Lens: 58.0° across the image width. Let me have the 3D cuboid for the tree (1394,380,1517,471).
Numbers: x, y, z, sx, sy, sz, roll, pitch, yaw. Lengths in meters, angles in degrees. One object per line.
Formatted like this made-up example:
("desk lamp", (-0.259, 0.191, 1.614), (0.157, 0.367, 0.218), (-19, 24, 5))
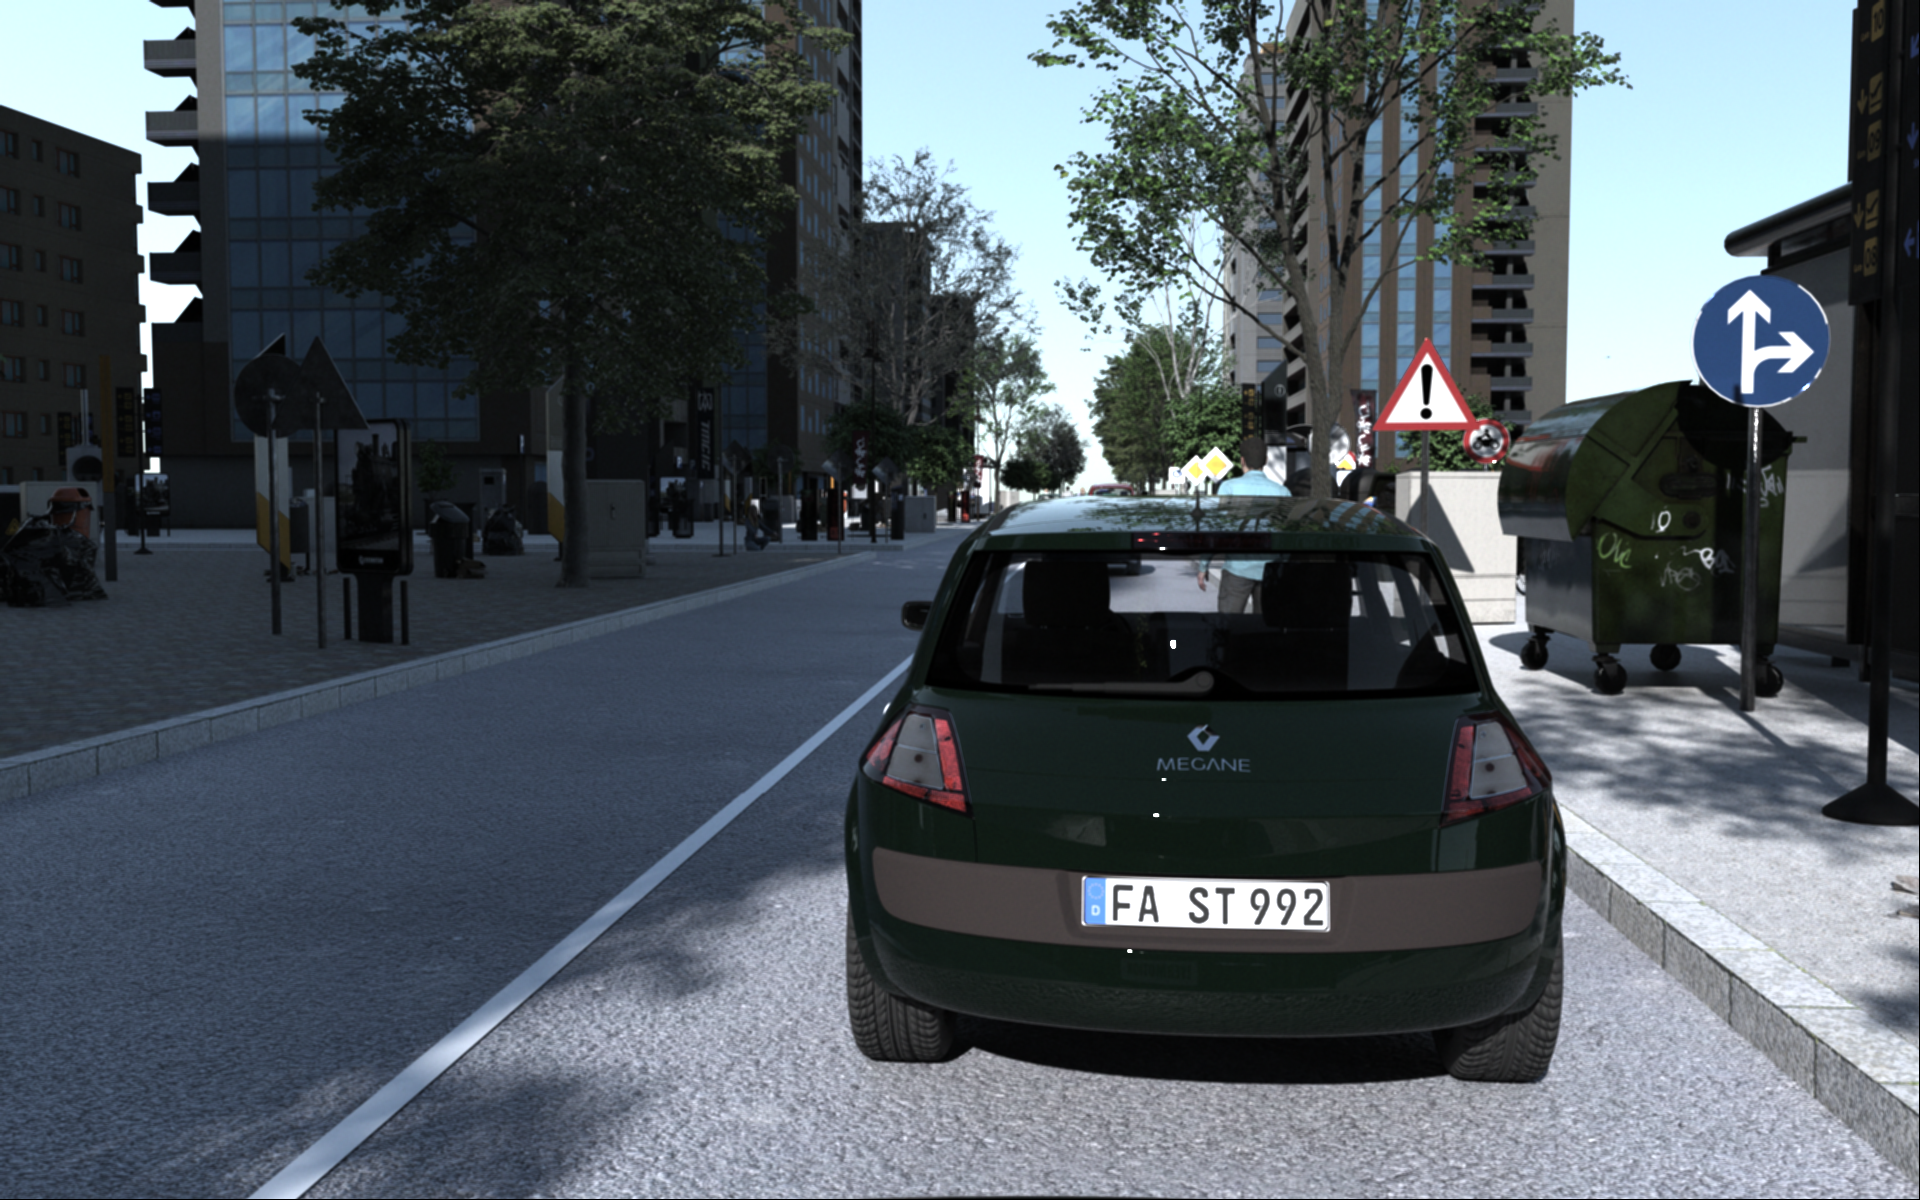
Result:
("tree", (14.399, -4.076, 50.355), (4.285, 4.588, 4.351), (0, 3, 0))

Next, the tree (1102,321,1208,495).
("tree", (13.174, -11.999, 114.316), (7.486, 12.596, 7.792), (0, 3, 0))

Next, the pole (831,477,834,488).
("pole", (-6.650, -5.897, 90.255), (0.158, 3.312, 0.155), (0, 3, 0))

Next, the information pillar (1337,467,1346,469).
("information pillar", (10.263, -2.603, 47.055), (0.304, 2.012, 0.304), (2, 4, 33))

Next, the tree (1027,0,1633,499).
("tree", (4.656, -5.889, 22.033), (9.928, 11.665, 9.643), (0, 3, 0))

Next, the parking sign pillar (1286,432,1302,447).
("parking sign pillar", (10.717, -4.234, 57.693), (1.447, 3.967, 1.447), (1, 4, 10))

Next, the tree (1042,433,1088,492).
("tree", (15.368, -19.891, 259.626), (8.767, 10.594, 7.601), (1, 4, 16))

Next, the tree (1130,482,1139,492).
("tree", (24.404, -15.384, 246.125), (1.663, 3.219, 1.824), (0, 3, 0))

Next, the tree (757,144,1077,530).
("tree", (-1.982, -9.241, 61.453), (12.009, 13.543, 11.850), (0, 3, 0))

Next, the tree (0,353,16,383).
("tree", (-5.832, -0.848, 8.472), (1.663, 3.219, 1.824), (0, 3, 0))

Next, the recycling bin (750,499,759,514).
("recycling bin", (-9.354, -4.185, 80.981), (0.722, 1.027, 0.722), (1, 4, 10))

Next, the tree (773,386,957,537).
("tree", (-2.793, -4.205, 52.459), (4.285, 4.588, 4.351), (0, 3, 0))

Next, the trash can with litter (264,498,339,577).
("trash can with litter", (-10.298, -1.025, 27.821), (1.678, 1.210, 2.233), (2, 4, 25))

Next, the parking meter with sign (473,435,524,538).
("parking meter with sign", (-13.756, -3.349, 51.013), (1.738, 3.016, 0.543), (0, 4, -3))

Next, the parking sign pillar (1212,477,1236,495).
("parking sign pillar", (9.398, -4.369, 59.907), (1.447, 3.967, 1.447), (-1, 4, -10))

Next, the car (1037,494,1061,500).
("car", (5.189, -5.364, 99.493), (2.131, 1.459, 4.920), (0, 4, 4))

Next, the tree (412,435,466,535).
("tree", (-16.731, -3.670, 54.610), (1.663, 3.219, 1.824), (0, 3, 0))

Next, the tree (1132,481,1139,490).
("tree", (22.953, -16.794, 224.943), (4.360, 8.622, 3.978), (0, 3, 0))

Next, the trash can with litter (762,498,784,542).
("trash can with litter", (-5.049, -2.177, 46.975), (0.624, 1.170, 1.055), (-1, 4, -10))

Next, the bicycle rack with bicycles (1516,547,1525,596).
("bicycle rack with bicycles", (6.923, -0.482, 21.256), (2.852, 0.926, 2.925), (0, 4, -7))

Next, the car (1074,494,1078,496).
("car", (14.755, -12.378, 214.379), (2.014, 1.417, 4.499), (0, 4, 4))

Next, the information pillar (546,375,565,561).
("information pillar", (-7.662, -2.554, 33.115), (0.183, 3.616, 0.504), (3, 5, 42))

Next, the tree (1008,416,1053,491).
("tree", (6.362, -12.377, 152.733), (4.360, 8.622, 3.978), (0, 3, 0))

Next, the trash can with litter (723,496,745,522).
("trash can with litter", (-10.638, -4.250, 80.874), (1.055, 1.170, 0.624), (-2, 4, -32))

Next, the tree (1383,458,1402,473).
("tree", (23.298, -6.011, 92.881), (1.663, 3.219, 1.824), (0, 3, 0))

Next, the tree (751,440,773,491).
("tree", (-10.518, -7.045, 98.891), (4.285, 4.588, 4.351), (0, 3, 0))

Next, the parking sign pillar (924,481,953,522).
("parking sign pillar", (-1.010, -5.688, 81.473), (1.447, 3.967, 1.447), (-1, 4, -20))

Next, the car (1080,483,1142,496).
("car", (5.384, -3.237, 61.599), (2.281, 1.827, 5.304), (0, 4, 4))

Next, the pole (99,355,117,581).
("pole", (-12.556, -1.938, 25.526), (0.158, 3.312, 0.155), (0, 3, 0))

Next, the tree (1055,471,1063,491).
("tree", (6.154, -9.926, 145.996), (4.285, 4.588, 4.351), (0, 3, 0))

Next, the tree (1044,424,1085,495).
("tree", (16.323, -21.789, 274.378), (7.486, 12.596, 7.792), (0, 3, 0))

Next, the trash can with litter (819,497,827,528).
("trash can with litter", (-4.947, -3.325, 65.758), (0.624, 1.170, 1.055), (-2, 4, -25))

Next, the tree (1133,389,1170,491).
("tree", (13.701, -10.516, 122.295), (4.737, 8.622, 4.395), (0, 3, 0))

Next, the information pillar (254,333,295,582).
("information pillar", (-9.990, -2.068, 25.168), (0.183, 3.616, 0.504), (3, 4, 39))

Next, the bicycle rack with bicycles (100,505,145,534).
("bicycle rack with bicycles", (-27.725, -2.626, 56.317), (2.852, 0.926, 2.925), (-1, 4, -21))

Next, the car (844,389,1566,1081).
("car", (0.730, 0.250, 5.697), (2.009, 1.686, 4.222), (0, 4, 6))

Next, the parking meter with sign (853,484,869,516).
("parking meter with sign", (-5.828, -6.436, 101.494), (0.543, 3.016, 1.738), (2, 4, 29))

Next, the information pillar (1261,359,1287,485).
("information pillar", (5.442, -2.364, 30.005), (0.504, 3.616, 0.183), (-1, 4, -23))

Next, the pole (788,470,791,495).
("pole", (-9.201, -6.095, 93.499), (0.158, 3.312, 0.155), (0, 3, 0))

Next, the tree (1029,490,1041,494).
("tree", (7.259, -10.485, 166.023), (1.663, 3.219, 1.824), (0, 3, 0))

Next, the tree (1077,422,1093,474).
("tree", (12.308, -19.409, 227.707), (12.009, 13.543, 11.850), (0, 3, 0))

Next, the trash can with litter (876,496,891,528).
("trash can with litter", (-3.011, -3.423, 67.030), (1.678, 1.210, 2.233), (0, 4, 7))

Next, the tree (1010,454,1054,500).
("tree", (4.681, -9.475, 138.628), (4.285, 4.588, 4.351), (0, 3, 0))

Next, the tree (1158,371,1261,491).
("tree", (6.967, -3.839, 46.483), (4.285, 4.588, 4.351), (0, 3, 0))

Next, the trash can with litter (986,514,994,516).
("trash can with litter", (1.567, -5.457, 100.274), (1.678, 1.210, 2.233), (0, 4, 3))

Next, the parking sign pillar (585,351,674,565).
("parking sign pillar", (-6.271, -2.628, 31.441), (1.447, 3.967, 1.447), (2, 4, 35))

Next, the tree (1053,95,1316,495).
("tree", (10.660, -13.786, 81.295), (12.611, 20.169, 13.585), (0, 3, 0))

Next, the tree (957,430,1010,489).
("tree", (-0.955, -5.324, 70.763), (4.285, 4.588, 4.351), (0, 3, 0))

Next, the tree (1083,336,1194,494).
("tree", (14.463, -14.126, 137.609), (9.857, 13.997, 8.962), (0, 3, 0))

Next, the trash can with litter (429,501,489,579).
("trash can with litter", (-7.648, -0.929, 26.578), (1.055, 1.170, 0.624), (2, 4, 35))

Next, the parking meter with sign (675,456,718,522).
("parking meter with sign", (-12.212, -5.112, 79.847), (1.738, 3.016, 0.543), (1, 4, 17))

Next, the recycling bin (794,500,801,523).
("recycling bin", (-7.377, -4.016, 78.216), (0.722, 1.027, 0.722), (3, 4, 36))

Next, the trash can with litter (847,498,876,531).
("trash can with litter", (-3.439, -2.982, 60.147), (1.055, 1.170, 0.624), (2, 4, 29))

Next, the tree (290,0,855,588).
("tree", (-5.365, -6.475, 23.995), (7.486, 12.596, 7.792), (0, 3, 0))

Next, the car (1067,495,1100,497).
("car", (2.458, -1.213, 31.835), (2.014, 1.417, 4.499), (0, 4, 6))
